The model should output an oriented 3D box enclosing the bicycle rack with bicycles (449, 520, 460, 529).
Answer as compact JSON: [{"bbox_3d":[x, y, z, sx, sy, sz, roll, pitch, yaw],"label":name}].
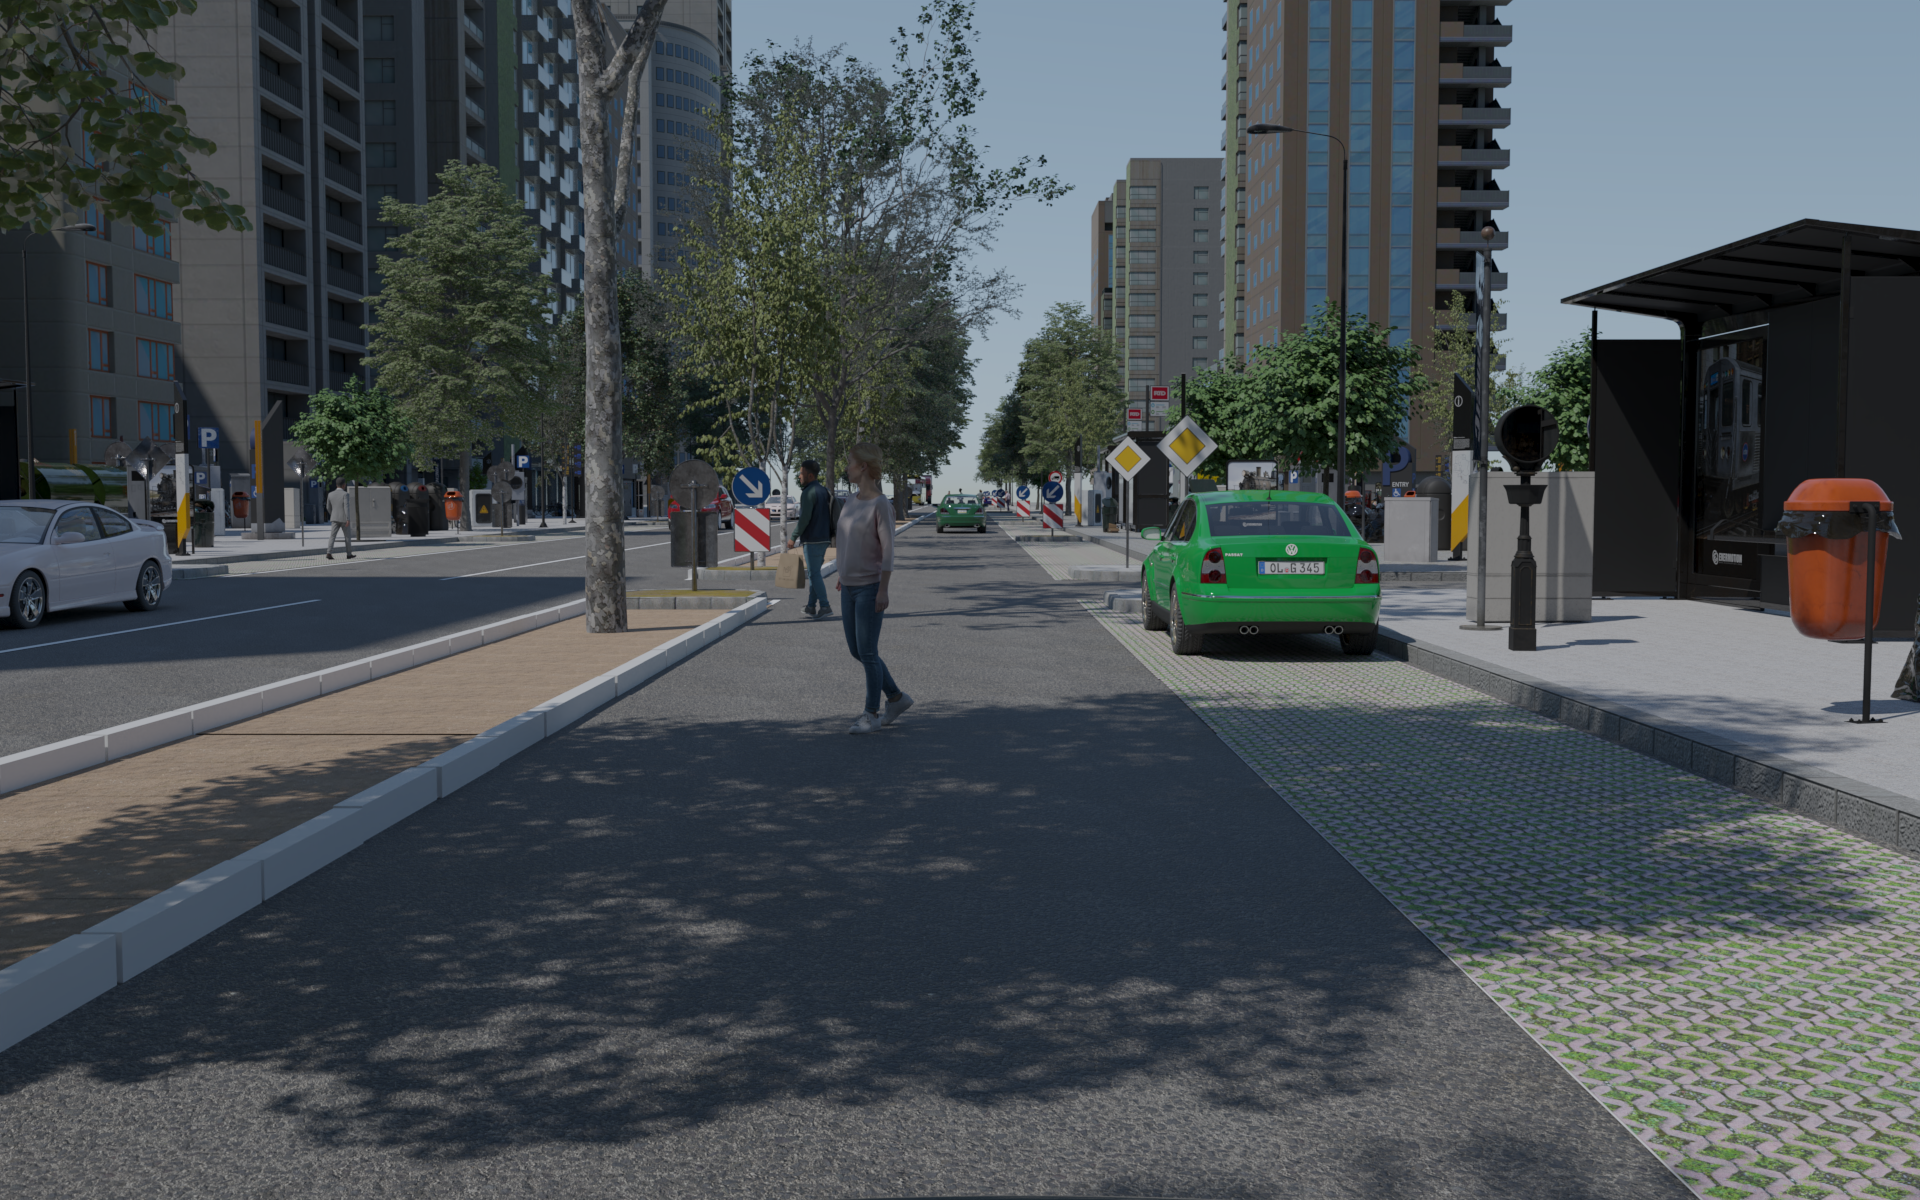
[{"bbox_3d":[-19.440,-3.089,63.882,2.852,0.926,2.925,0,4,7],"label":"bicycle rack with bicycles"}]

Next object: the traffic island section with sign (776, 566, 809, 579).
[{"bbox_3d":[-3.482,-1.317,29.675,2.006,1.907,1.989,0,4,0],"label":"traffic island section with sign"}]

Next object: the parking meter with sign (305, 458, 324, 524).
[{"bbox_3d":[-27.659,-4.775,74.330,0.543,3.016,1.738,0,4,-4],"label":"parking meter with sign"}]

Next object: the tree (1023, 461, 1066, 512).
[{"bbox_3d":[6.262,-8.800,127.590,4.285,4.588,4.351,0,3,0],"label":"tree"}]

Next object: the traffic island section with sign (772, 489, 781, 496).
[{"bbox_3d":[-13.712,-7.391,129.470,1.989,1.847,2.006,0,4,0],"label":"traffic island section with sign"}]

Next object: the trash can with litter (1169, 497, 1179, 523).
[{"bbox_3d":[8.474,-3.600,70.253,0.624,1.170,1.055,-1,4,-16],"label":"trash can with litter"}]

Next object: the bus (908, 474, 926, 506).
[{"bbox_3d":[-5.757,-13.630,214.403,2.896,3.916,12.252,0,4,1],"label":"bus"}]

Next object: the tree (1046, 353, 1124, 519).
[{"bbox_3d":[6.180,-8.552,90.193,4.737,8.622,4.395,0,3,0],"label":"tree"}]

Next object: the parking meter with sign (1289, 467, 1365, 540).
[{"bbox_3d":[9.055,-2.825,42.452,1.738,3.016,0.543,0,4,7],"label":"parking meter with sign"}]

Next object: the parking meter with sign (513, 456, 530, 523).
[{"bbox_3d":[-19.735,-4.988,77.811,0.543,3.016,1.738,0,4,-5],"label":"parking meter with sign"}]

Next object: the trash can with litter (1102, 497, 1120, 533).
[{"bbox_3d":[5.074,-2.817,57.447,0.624,1.170,1.055,-1,4,-11],"label":"trash can with litter"}]

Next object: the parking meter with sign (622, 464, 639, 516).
[{"bbox_3d":[-19.359,-6.342,99.948,0.543,3.016,1.738,3,5,42],"label":"parking meter with sign"}]

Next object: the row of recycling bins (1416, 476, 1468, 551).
[{"bbox_3d":[12.091,-1.953,39.046,3.534,1.692,1.069,1,4,19],"label":"row of recycling bins"}]

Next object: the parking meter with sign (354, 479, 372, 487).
[{"bbox_3d":[-27.257,-5.067,79.100,1.738,3.016,0.543,0,4,0],"label":"parking meter with sign"}]

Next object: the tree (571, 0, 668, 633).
[{"bbox_3d":[-2.438,-9.668,16.420,12.611,20.169,13.585,0,3,0],"label":"tree"}]

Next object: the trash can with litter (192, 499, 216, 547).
[{"bbox_3d":[-18.263,-1.854,41.702,0.624,1.170,1.055,-1,4,-22],"label":"trash can with litter"}]

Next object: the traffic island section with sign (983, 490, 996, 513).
[{"bbox_3d":[2.948,-7.419,129.930,1.989,1.847,2.006,0,4,0],"label":"traffic island section with sign"}]

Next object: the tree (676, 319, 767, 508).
[{"bbox_3d":[-16.261,-13.204,122.534,9.857,13.997,8.962,0,3,0],"label":"tree"}]

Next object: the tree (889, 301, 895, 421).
[{"bbox_3d":[-3.723,-5.103,36.247,4.737,8.622,4.395,0,3,0],"label":"tree"}]

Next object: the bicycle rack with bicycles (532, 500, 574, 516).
[{"bbox_3d":[-24.589,-5.489,103.127,2.925,0.926,2.852,0,4,-4],"label":"bicycle rack with bicycles"}]

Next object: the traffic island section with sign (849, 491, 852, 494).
[{"bbox_3d":[-13.426,-12.422,211.723,1.989,1.847,2.006,0,4,0],"label":"traffic island section with sign"}]

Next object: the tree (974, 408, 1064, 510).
[{"bbox_3d":[6.315,-14.345,168.949,8.767,10.594,7.601,-1,4,-20],"label":"tree"}]

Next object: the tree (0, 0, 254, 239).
[{"bbox_3d":[-3.573,-5.116,4.226,7.486,12.596,7.792,0,3,0],"label":"tree"}]

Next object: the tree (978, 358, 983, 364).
[{"bbox_3d":[-3.261,-11.171,91.763,9.857,13.997,8.962,0,3,0],"label":"tree"}]

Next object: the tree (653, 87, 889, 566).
[{"bbox_3d":[-3.642,-4.807,31.419,4.737,8.622,4.395,0,3,0],"label":"tree"}]

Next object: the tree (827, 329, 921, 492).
[{"bbox_3d":[-3.601,-7.360,73.161,4.360,8.622,3.978,0,3,0],"label":"tree"}]

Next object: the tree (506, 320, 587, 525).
[{"bbox_3d":[-16.879,-7.484,72.726,4.360,8.622,3.978,0,3,0],"label":"tree"}]

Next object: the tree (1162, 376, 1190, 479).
[{"bbox_3d":[6.091,-3.412,39.499,4.285,4.588,4.351,0,3,0],"label":"tree"}]

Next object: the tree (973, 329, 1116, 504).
[{"bbox_3d":[6.434,-12.267,117.574,9.611,12.733,9.660,0,3,0],"label":"tree"}]

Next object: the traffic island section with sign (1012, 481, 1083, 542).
[{"bbox_3d":[2.677,-2.694,52.680,1.989,1.847,2.006,0,4,0],"label":"traffic island section with sign"}]

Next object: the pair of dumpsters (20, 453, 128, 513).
[{"bbox_3d":[-20.513,-2.280,39.777,1.574,2.255,4.437,0,4,0],"label":"pair of dumpsters"}]

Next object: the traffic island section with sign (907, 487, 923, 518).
[{"bbox_3d":[-3.219,-5.913,104.813,2.006,1.907,1.989,0,4,0],"label":"traffic island section with sign"}]

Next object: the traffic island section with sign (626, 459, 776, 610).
[{"bbox_3d":[-3.519,-0.864,22.267,2.006,1.907,1.989,0,4,0],"label":"traffic island section with sign"}]

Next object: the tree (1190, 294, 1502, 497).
[{"bbox_3d":[6.167,-2.748,28.650,4.285,4.588,4.351,0,3,0],"label":"tree"}]

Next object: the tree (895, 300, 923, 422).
[{"bbox_3d":[-3.103,-6.219,54.505,4.737,8.622,4.395,0,3,0],"label":"tree"}]

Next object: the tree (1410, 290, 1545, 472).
[{"bbox_3d":[18.178,-6.810,61.699,4.737,8.622,4.395,0,3,0],"label":"tree"}]

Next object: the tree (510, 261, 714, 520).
[{"bbox_3d":[-16.897,-10.297,85.362,9.611,12.733,9.660,0,3,0],"label":"tree"}]

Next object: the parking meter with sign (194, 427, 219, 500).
[{"bbox_3d":[-20.253,-3.038,45.939,1.738,3.016,0.543,3,5,44],"label":"parking meter with sign"}]

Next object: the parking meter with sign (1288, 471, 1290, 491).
[{"bbox_3d":[8.633,-2.899,43.658,1.738,3.016,0.543,-2,4,-31],"label":"parking meter with sign"}]

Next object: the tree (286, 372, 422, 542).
[{"bbox_3d":[-16.346,-3.860,46.827,4.285,4.588,4.351,0,3,0],"label":"tree"}]

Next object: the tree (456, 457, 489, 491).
[{"bbox_3d":[-24.821,-5.782,89.138,1.663,3.219,1.824,0,3,0],"label":"tree"}]

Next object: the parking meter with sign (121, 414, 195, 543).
[{"bbox_3d":[-17.797,-2.546,37.890,1.738,3.016,0.543,0,4,4],"label":"parking meter with sign"}]

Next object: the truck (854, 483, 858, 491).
[{"bbox_3d":[-10.366,-12.957,201.606,2.967,4.110,18.799,0,4,0],"label":"truck"}]

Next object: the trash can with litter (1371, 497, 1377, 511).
[{"bbox_3d":[17.936,-3.923,75.530,0.624,1.170,1.055,-2,4,-32],"label":"trash can with litter"}]

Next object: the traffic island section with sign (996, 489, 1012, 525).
[{"bbox_3d":[2.782,-4.356,79.847,1.989,1.847,2.006,0,4,0],"label":"traffic island section with sign"}]

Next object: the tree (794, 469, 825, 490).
[{"bbox_3d":[-15.810,-12.164,182.590,4.285,4.588,4.351,0,3,0],"label":"tree"}]

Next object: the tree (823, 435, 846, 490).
[{"bbox_3d":[-15.391,-17.477,220.168,8.767,10.594,7.601,2,4,28],"label":"tree"}]

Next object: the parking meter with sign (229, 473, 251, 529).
[{"bbox_3d":[-26.707,-4.161,64.295,1.738,3.016,0.543,-2,4,-29],"label":"parking meter with sign"}]

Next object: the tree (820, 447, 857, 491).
[{"bbox_3d":[-16.191,-20.543,252.880,9.611,12.733,9.660,0,3,0],"label":"tree"}]

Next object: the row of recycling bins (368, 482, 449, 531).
[{"bbox_3d":[-19.054,-3.213,59.641,1.069,1.692,3.534,2,4,25],"label":"row of recycling bins"}]

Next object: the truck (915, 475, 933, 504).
[{"bbox_3d":[-5.366,-16.268,254.888,2.839,4.237,11.283,0,4,0],"label":"truck"}]

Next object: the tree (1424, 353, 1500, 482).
[{"bbox_3d":[26.424,-8.653,91.833,4.360,8.622,3.978,0,3,0],"label":"tree"}]

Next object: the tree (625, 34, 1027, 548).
[{"bbox_3d":[-3.444,-8.125,45.671,12.009,13.543,11.850,0,3,0],"label":"tree"}]

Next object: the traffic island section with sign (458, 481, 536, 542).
[{"bbox_3d":[-13.997,-2.687,52.564,1.989,1.847,2.006,0,4,0],"label":"traffic island section with sign"}]

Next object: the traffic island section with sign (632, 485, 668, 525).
[{"bbox_3d":[-13.909,-4.336,79.519,1.989,1.847,2.006,0,4,0],"label":"traffic island section with sign"}]

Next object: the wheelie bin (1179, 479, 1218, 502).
[{"bbox_3d":[5.058,-1.750,36.514,0.980,1.594,0.693,-2,4,-24],"label":"wheelie bin"}]

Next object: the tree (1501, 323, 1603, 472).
[{"bbox_3d":[12.143,-3.037,33.376,4.285,4.588,4.351,0,3,0],"label":"tree"}]
